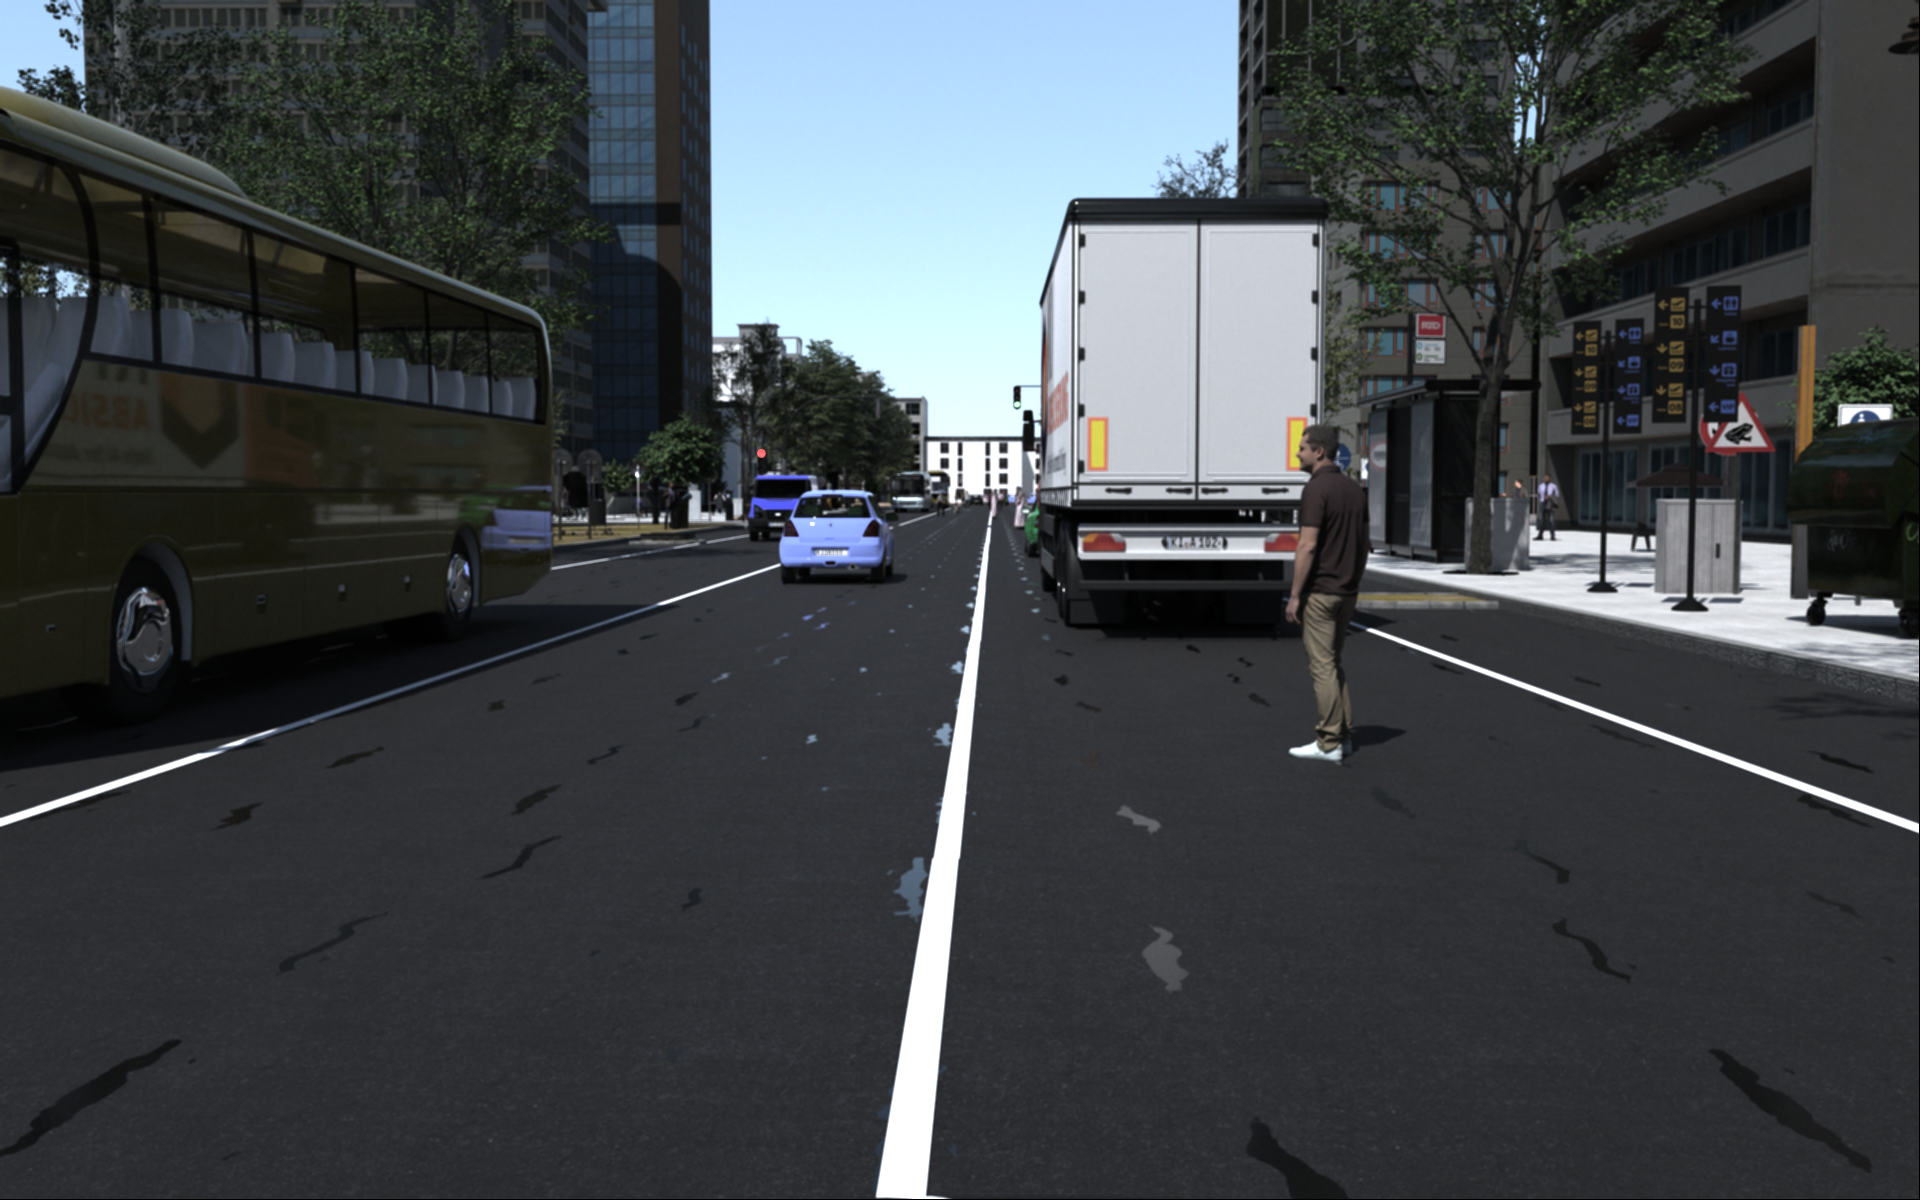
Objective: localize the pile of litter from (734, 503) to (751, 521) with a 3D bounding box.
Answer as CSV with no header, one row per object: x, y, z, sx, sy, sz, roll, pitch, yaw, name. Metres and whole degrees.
-10.447,-4.265,83.695,1.176,0.858,1.719,-1,4,-9,pile of litter

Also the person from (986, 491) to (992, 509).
2.814,-9.579,165.797,0.721,1.739,1.217,-2,4,-34,person

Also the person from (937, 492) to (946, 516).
-1.167,-6.122,110.813,0.614,1.554,0.590,-3,5,-42,person

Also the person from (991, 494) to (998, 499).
3.892,-11.242,191.930,0.705,1.869,1.348,-2,4,-32,person

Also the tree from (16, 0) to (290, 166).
-29.966,-12.461,59.624,12.611,20.169,13.585,0,3,0,tree

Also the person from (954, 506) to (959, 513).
-0.241,-6.678,128.160,0.357,0.543,0.381,1,4,20,person

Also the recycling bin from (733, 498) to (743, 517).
-12.593,-5.295,99.121,0.722,1.027,0.722,1,4,13,recycling bin

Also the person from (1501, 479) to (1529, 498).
17.654,-2.970,55.135,0.750,1.759,0.617,-1,4,-9,person

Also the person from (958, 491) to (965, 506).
0.366,-12.253,208.928,1.348,1.812,0.705,-1,4,-23,person

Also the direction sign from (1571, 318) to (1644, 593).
8.423,-1.872,22.602,0.876,3.537,0.379,2,4,34,direction sign

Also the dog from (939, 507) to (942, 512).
-1.484,-7.193,137.805,0.550,0.427,0.748,3,5,43,dog

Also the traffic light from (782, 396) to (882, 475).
-6.021,-6.482,80.643,4.771,5.953,1.251,0,4,1,traffic light

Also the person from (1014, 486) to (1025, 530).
2.397,-3.721,70.003,0.621,1.740,0.551,-2,4,-29,person

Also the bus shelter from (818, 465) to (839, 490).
-10.485,-8.978,138.066,1.731,3.624,6.357,0,4,1,bus shelter

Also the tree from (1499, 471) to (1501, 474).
20.197,-4.437,67.139,1.663,3.219,1.824,0,3,0,tree

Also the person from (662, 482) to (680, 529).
-10.461,-3.422,62.822,0.655,1.722,0.431,-3,4,-37,person

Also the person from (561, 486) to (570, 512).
-22.593,-5.638,99.048,0.431,1.722,0.655,3,4,38,person

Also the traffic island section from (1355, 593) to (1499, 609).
5.767,0.015,22.618,1.991,0.108,1.994,0,4,1,traffic island section

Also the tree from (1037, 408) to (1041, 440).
11.309,-14.908,169.495,9.928,11.665,9.643,0,3,0,tree

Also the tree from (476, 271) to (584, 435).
-15.024,-6.600,58.271,4.360,8.622,3.978,0,3,0,tree

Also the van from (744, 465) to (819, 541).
-5.469,-3.056,54.354,2.240,2.365,5.245,0,4,-1,van

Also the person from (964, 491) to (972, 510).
0.624,-8.811,153.283,0.841,1.734,0.376,2,4,32,person

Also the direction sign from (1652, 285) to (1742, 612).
8.039,-1.650,18.972,0.876,3.537,0.379,1,4,12,direction sign

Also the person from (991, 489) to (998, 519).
2.027,-5.597,100.677,0.621,1.740,0.551,-3,5,-42,person

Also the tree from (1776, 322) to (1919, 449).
17.472,-3.036,33.358,4.285,4.588,4.351,0,3,0,tree

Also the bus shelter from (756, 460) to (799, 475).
-11.192,-6.898,106.713,2.014,3.302,5.546,0,4,1,bus shelter

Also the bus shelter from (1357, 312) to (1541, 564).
9.636,-3.564,35.903,2.179,5.291,8.768,0,4,1,bus shelter

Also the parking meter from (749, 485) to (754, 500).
-12.738,-6.106,105.547,0.399,1.863,0.255,-2,4,-25,parking meter

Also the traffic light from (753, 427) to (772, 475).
-8.269,-5.122,72.665,0.839,4.253,0.868,0,4,1,traffic light

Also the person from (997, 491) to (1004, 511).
3.294,-8.199,143.485,0.436,1.711,0.756,-2,4,-29,person

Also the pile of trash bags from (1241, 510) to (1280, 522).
14.580,-4.350,80.880,3.447,1.369,1.912,2,4,35,pile of trash bags

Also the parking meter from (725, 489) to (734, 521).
-10.963,-4.524,82.385,0.372,1.533,0.369,0,3,0,parking meter

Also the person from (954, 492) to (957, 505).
-0.576,-12.943,220.834,0.721,1.735,1.217,0,4,7,person

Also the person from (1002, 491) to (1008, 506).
5.195,-11.980,204.926,0.990,1.755,0.434,2,4,25,person

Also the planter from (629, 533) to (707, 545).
-8.411,-1.775,50.164,1.991,0.319,1.994,0,4,1,planter

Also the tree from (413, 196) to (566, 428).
-19.165,-9.095,66.831,7.486,12.596,7.792,0,3,0,tree

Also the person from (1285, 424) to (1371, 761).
1.976,-0.049,9.438,0.598,1.807,0.434,-2,4,-35,person

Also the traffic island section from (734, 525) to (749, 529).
-8.308,-3.090,72.800,2.009,0.180,2.903,0,4,1,traffic island section

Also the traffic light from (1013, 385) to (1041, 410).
4.597,-5.971,72.291,4.771,5.953,1.251,0,4,1,traffic light

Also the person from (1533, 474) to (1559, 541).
16.122,-2.555,47.694,0.709,1.838,0.599,2,4,34,person

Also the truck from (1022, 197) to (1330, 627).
2.320,-2.024,22.012,2.839,4.237,11.283,0,4,1,truck
